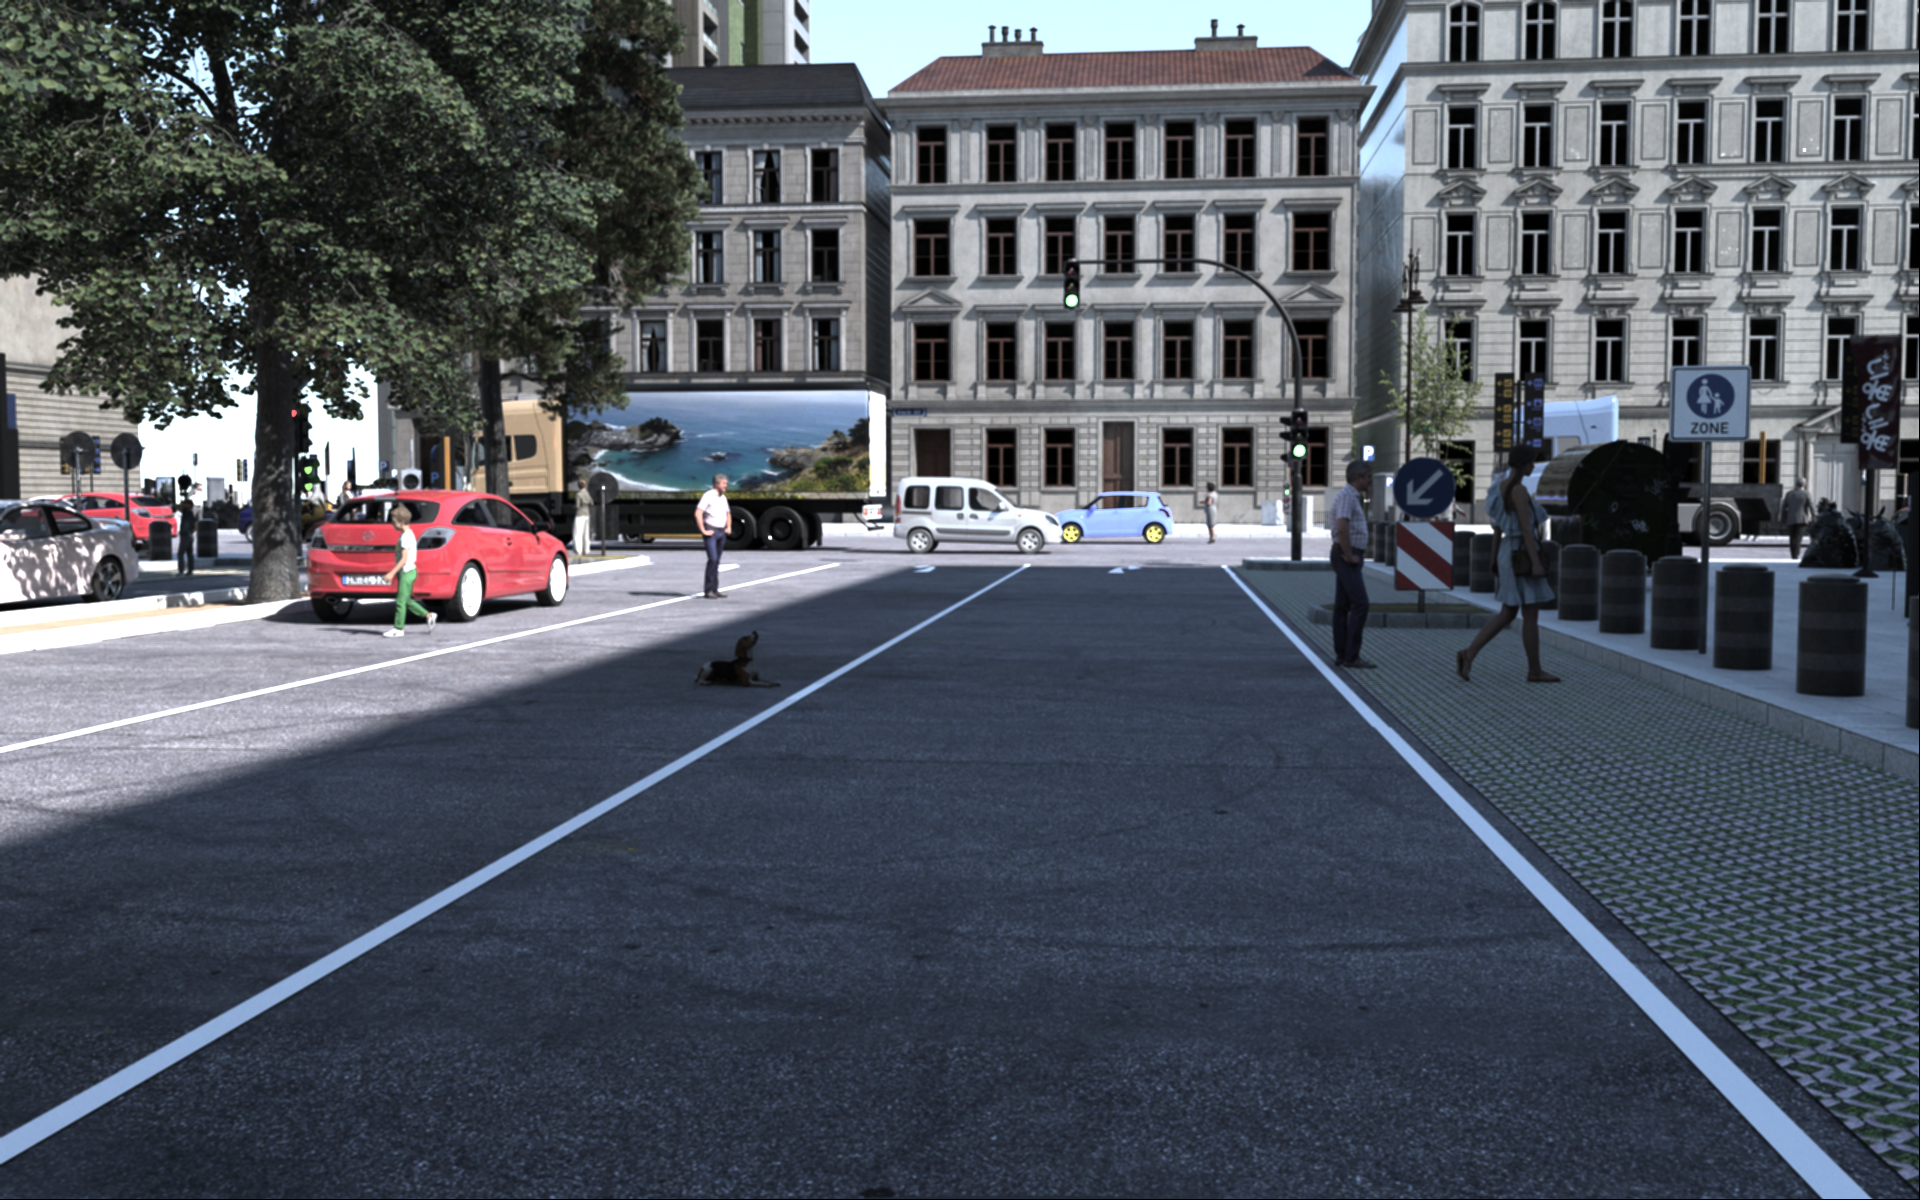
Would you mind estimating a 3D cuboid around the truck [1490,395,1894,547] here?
[{"bbox_3d":[23.663,-3.534,47.545,18.799,4.110,2.967,0,4,7],"label":"truck"}]

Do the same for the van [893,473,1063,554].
[{"bbox_3d":[0.448,-2.147,42.107,4.112,2.044,2.013,0,4,5],"label":"van"}]

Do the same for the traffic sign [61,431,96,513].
[{"bbox_3d":[-17.861,-2.141,35.103,0.768,2.556,0.104,1,4,8],"label":"traffic sign"}]

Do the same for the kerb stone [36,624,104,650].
[{"bbox_3d":[-8.504,0.353,16.428,0.120,0.150,1.000,0,4,6],"label":"kerb stone"}]

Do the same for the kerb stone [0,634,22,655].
[{"bbox_3d":[-8.621,0.416,15.399,0.120,0.150,1.000,0,4,6],"label":"kerb stone"}]

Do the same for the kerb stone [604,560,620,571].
[{"bbox_3d":[-6.688,-0.647,32.778,0.120,0.150,1.000,0,4,6],"label":"kerb stone"}]

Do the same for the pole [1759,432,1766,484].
[{"bbox_3d":[26.209,-3.840,56.619,0.158,3.312,0.155,0,3,0],"label":"pole"}]

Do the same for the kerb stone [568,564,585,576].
[{"bbox_3d":[-6.915,-0.523,30.741,0.120,0.150,1.000,0,4,6],"label":"kerb stone"}]

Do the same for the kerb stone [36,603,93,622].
[{"bbox_3d":[-10.255,0.152,19.705,0.120,0.150,1.000,0,4,6],"label":"kerb stone"}]

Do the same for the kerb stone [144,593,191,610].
[{"bbox_3d":[-10.026,0.027,21.751,0.120,0.150,1.000,0,4,6],"label":"kerb stone"}]

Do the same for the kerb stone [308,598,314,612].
[{"bbox_3d":[-7.940,0.042,21.528,0.120,0.150,1.000,0,4,6],"label":"kerb stone"}]

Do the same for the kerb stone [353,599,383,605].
[{"bbox_3d":[-7.831,-0.018,22.557,0.120,0.150,1.000,0,4,6],"label":"kerb stone"}]

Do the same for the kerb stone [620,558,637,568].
[{"bbox_3d":[-6.569,-0.706,33.797,0.120,0.150,1.000,0,4,6],"label":"kerb stone"}]

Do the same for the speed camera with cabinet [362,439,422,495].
[{"bbox_3d":[-20.476,-4.164,62.425,2.038,3.252,0.660,-1,4,-13],"label":"speed camera with cabinet"}]

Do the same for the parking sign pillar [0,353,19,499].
[{"bbox_3d":[-18.884,-2.752,33.462,1.447,3.967,1.447,1,4,13],"label":"parking sign pillar"}]

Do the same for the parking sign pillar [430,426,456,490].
[{"bbox_3d":[-20.168,-4.838,67.565,1.447,3.967,1.447,1,4,11],"label":"parking sign pillar"}]

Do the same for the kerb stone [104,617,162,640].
[{"bbox_3d":[-8.407,0.293,17.454,0.120,0.150,1.000,0,4,6],"label":"kerb stone"}]

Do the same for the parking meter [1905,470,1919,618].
[{"bbox_3d":[9.999,-0.580,17.898,0.372,1.533,0.369,0,3,0],"label":"parking meter"}]

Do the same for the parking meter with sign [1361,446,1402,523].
[{"bbox_3d":[15.062,-4.002,61.697,0.543,3.016,1.738,-2,4,-28],"label":"parking meter with sign"}]

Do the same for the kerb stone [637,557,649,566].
[{"bbox_3d":[-6.459,-0.767,34.816,0.120,0.150,1.000,0,4,6],"label":"kerb stone"}]

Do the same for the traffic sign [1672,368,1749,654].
[{"bbox_3d":[5.969,-0.717,13.853,0.606,2.300,0.079,1,4,9],"label":"traffic sign"}]

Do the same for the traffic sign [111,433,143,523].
[{"bbox_3d":[-17.367,-2.201,36.090,0.768,2.556,0.104,1,4,13],"label":"traffic sign"}]

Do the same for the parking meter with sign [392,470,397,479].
[{"bbox_3d":[-40.659,-7.839,124.432,0.543,3.016,1.738,-2,4,-24],"label":"parking meter with sign"}]

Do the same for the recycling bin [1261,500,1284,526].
[{"bbox_3d":[12.545,-3.484,69.516,0.722,1.027,0.722,2,4,31],"label":"recycling bin"}]

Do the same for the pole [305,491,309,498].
[{"bbox_3d":[-38.658,-6.648,102.545,0.158,3.312,0.155,0,3,0],"label":"pole"}]

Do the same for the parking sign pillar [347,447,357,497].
[{"bbox_3d":[-34.286,-6.678,97.664,1.447,3.967,1.447,-1,4,-21],"label":"parking sign pillar"}]

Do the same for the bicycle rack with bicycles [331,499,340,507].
[{"bbox_3d":[-43.778,-6.424,118.409,2.852,0.926,2.925,2,4,33],"label":"bicycle rack with bicycles"}]

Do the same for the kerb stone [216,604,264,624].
[{"bbox_3d":[-8.175,0.165,19.491,0.120,0.150,1.000,0,4,6],"label":"kerb stone"}]

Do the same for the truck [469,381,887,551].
[{"bbox_3d":[-7.640,-3.430,44.997,11.283,4.237,2.839,0,4,8],"label":"truck"}]

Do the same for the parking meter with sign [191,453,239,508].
[{"bbox_3d":[-31.552,-4.722,73.470,1.738,3.016,0.543,-3,4,-39],"label":"parking meter with sign"}]

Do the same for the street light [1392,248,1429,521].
[{"bbox_3d":[8.491,-3.669,32.775,0.468,5.910,1.993,0,4,6],"label":"street light"}]

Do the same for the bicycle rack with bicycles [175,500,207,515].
[{"bbox_3d":[-44.018,-5.382,101.375,2.925,0.926,2.852,0,4,2],"label":"bicycle rack with bicycles"}]

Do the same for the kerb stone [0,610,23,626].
[{"bbox_3d":[-10.375,0.216,18.684,0.120,0.150,1.000,0,4,6],"label":"kerb stone"}]

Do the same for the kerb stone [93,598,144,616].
[{"bbox_3d":[-10.142,0.098,20.724,0.120,0.150,1.000,0,4,6],"label":"kerb stone"}]

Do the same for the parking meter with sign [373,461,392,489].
[{"bbox_3d":[-30.501,-5.785,90.842,0.543,3.016,1.738,0,4,1],"label":"parking meter with sign"}]

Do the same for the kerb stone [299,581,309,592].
[{"bbox_3d":[-9.577,-0.224,25.851,0.120,0.150,1.000,0,4,6],"label":"kerb stone"}]

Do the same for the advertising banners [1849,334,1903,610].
[{"bbox_3d":[10.795,-1.388,18.885,2.074,3.025,0.090,1,4,17],"label":"advertising banners"}]

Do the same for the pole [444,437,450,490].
[{"bbox_3d":[-18.203,-4.141,61.542,0.158,3.312,0.155,0,3,0],"label":"pole"}]

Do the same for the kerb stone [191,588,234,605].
[{"bbox_3d":[-9.908,-0.036,22.786,0.120,0.150,1.000,0,4,6],"label":"kerb stone"}]

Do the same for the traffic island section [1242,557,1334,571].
[{"bbox_3d":[6.512,-0.685,33.474,2.009,0.180,2.903,0,4,6],"label":"traffic island section"}]

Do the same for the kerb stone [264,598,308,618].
[{"bbox_3d":[-8.056,0.103,20.509,0.120,0.150,1.000,0,4,6],"label":"kerb stone"}]

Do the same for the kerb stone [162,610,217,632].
[{"bbox_3d":[-8.277,0.232,18.471,0.120,0.150,1.000,0,4,6],"label":"kerb stone"}]

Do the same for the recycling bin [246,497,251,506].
[{"bbox_3d":[-52.584,-7.108,128.775,0.722,1.027,0.722,-3,5,-39],"label":"recycling bin"}]

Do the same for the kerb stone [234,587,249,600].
[{"bbox_3d":[-9.799,-0.098,23.806,0.120,0.150,1.000,0,4,6],"label":"kerb stone"}]

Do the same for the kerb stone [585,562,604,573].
[{"bbox_3d":[-6.795,-0.582,31.759,0.120,0.150,1.000,0,4,6],"label":"kerb stone"}]

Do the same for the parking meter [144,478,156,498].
[{"bbox_3d":[-34.450,-4.153,73.620,0.255,1.863,0.399,-1,4,-10],"label":"parking meter"}]

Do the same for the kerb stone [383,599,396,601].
[{"bbox_3d":[-7.710,-0.085,23.577,0.120,0.150,1.000,0,4,6],"label":"kerb stone"}]

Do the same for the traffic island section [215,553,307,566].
[{"bbox_3d":[-13.655,-0.822,35.716,2.009,0.180,2.903,0,4,6],"label":"traffic island section"}]

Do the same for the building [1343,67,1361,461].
[{"bbox_3d":[53.580,-42.475,236.462,28.212,58.520,21.231,0,4,6],"label":"building"}]

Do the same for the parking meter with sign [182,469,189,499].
[{"bbox_3d":[-52.283,-7.485,118.636,1.738,3.016,0.543,1,4,12],"label":"parking meter with sign"}]
